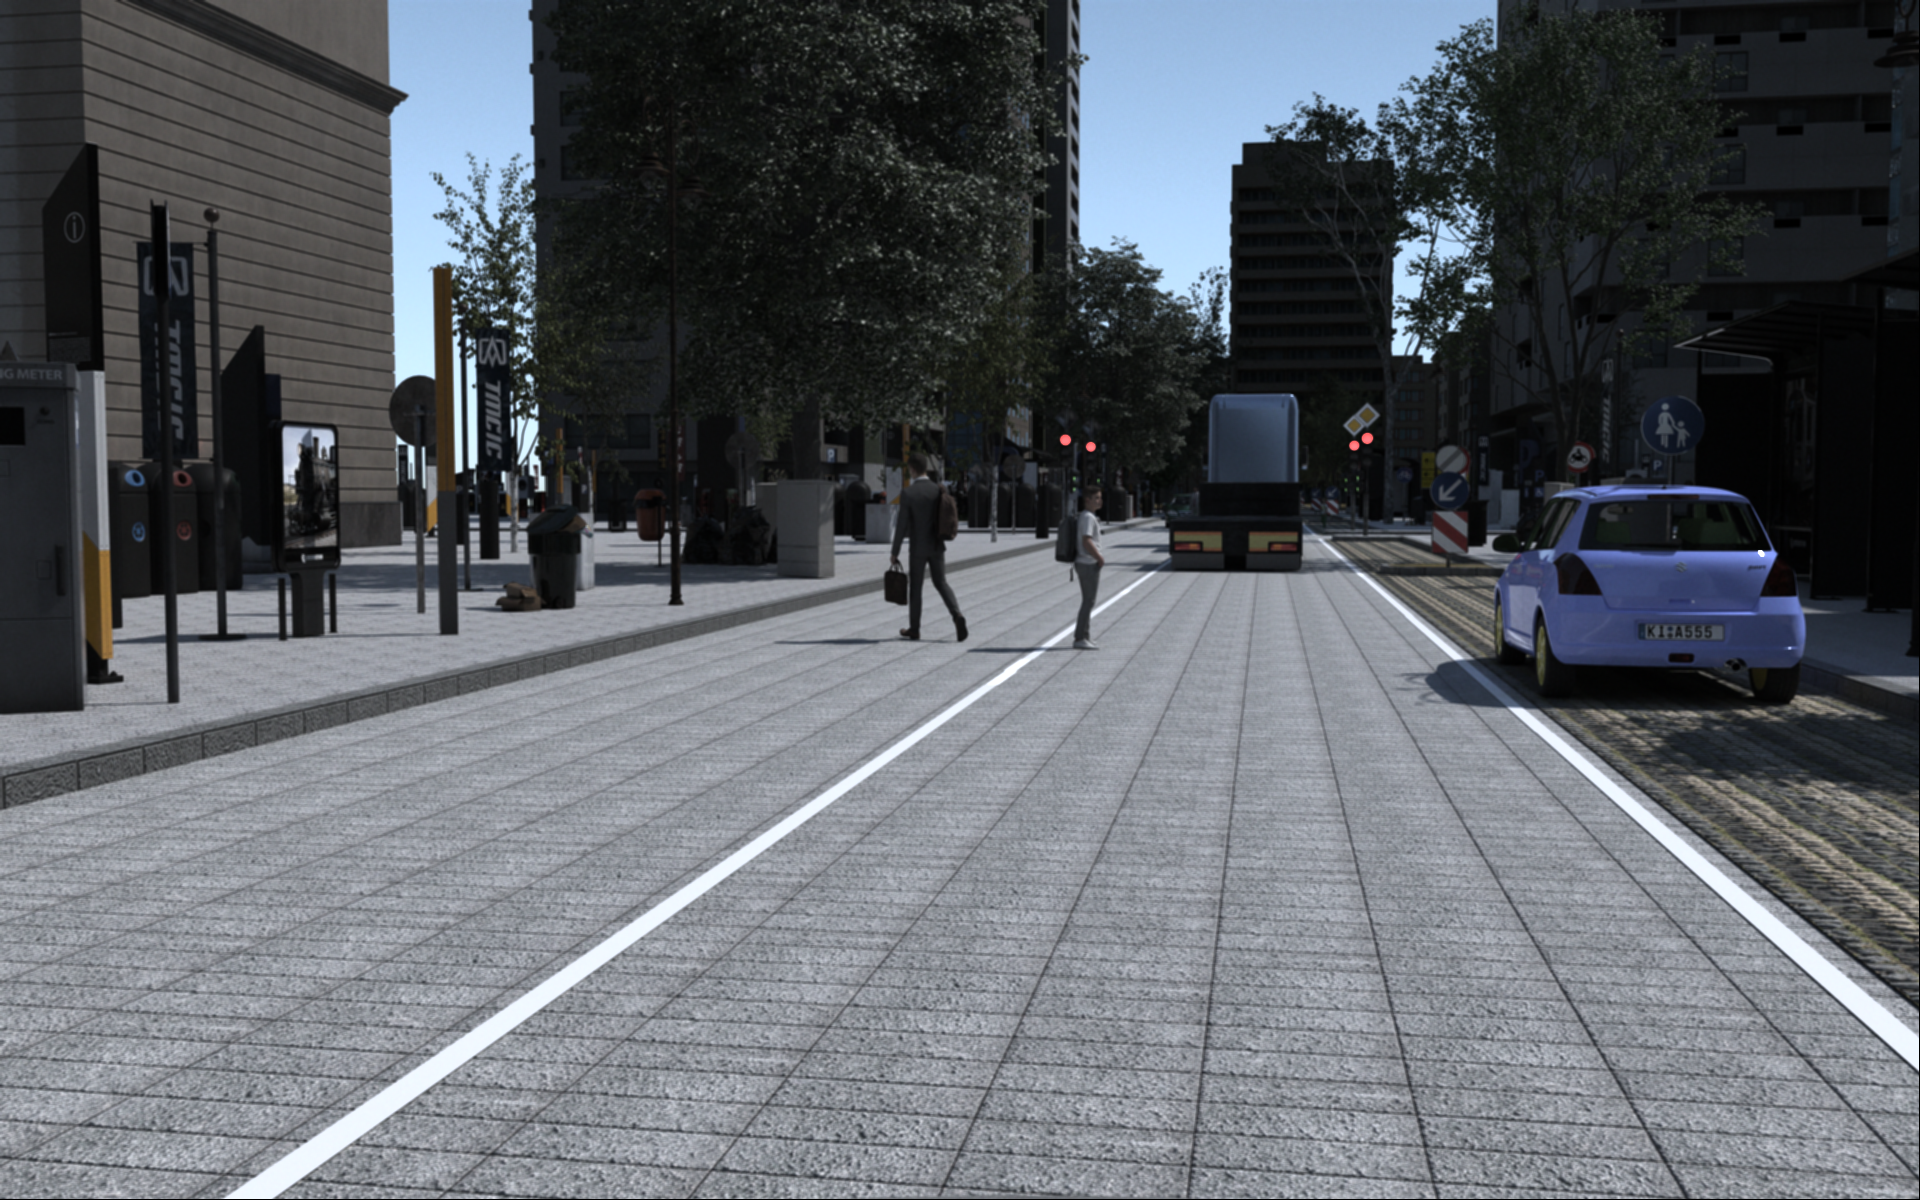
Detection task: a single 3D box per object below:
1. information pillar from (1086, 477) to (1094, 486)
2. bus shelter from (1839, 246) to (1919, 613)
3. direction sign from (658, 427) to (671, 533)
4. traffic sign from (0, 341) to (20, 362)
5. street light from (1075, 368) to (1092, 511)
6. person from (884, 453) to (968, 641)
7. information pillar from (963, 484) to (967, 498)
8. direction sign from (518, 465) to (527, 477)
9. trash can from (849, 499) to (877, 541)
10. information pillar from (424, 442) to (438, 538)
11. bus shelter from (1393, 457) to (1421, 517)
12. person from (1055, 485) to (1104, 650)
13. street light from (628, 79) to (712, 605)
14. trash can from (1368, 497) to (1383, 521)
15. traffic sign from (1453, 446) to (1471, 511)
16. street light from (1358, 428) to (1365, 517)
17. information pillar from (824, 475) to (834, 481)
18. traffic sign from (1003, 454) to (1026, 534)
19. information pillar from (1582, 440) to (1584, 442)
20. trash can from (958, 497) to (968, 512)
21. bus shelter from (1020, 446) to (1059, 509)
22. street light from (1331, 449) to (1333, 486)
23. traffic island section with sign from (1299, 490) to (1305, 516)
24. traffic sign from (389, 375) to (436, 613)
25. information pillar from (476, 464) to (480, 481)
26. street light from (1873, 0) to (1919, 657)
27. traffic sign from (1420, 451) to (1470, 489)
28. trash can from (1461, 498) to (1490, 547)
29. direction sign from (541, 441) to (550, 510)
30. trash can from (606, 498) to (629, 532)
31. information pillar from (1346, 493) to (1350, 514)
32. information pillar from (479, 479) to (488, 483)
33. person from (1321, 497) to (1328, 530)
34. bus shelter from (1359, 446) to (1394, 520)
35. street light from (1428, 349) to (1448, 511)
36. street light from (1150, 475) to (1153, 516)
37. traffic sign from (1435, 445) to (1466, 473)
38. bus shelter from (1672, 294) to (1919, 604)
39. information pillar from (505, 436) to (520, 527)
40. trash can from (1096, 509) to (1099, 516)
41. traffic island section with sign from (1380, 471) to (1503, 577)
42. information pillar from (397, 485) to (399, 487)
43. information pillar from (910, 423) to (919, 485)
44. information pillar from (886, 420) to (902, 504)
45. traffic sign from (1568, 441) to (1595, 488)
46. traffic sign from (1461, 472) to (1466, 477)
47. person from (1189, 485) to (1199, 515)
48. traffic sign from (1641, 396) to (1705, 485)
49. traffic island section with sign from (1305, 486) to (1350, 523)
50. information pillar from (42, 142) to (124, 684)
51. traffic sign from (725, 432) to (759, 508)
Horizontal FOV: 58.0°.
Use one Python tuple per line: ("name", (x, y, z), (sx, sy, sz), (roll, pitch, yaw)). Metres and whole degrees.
("information pillar", (5.462, -4.187, 72.948), (0.304, 2.012, 0.304), (1, 4, 9))
("bus shelter", (9.798, -1.490, 15.642), (1.731, 3.624, 6.357), (1, 4, 10))
("direction sign", (-9.644, -4.001, 57.412), (0.876, 3.537, 0.379), (2, 4, 29))
("traffic sign", (-8.080, -0.901, 14.730), (0.884, 2.594, 0.081), (1, 4, 19))
("street light", (4.520, -5.546, 63.469), (0.468, 5.910, 1.993), (1, 4, 10))
("person", (-0.331, -0.517, 16.910), (0.622, 1.834, 0.822), (-3, 4, -38))
("information pillar", (0.365, -7.400, 125.484), (0.304, 2.012, 0.304), (1, 4, 9))
("direction sign", (-33.768, -8.680, 133.916), (0.379, 3.537, 0.876), (3, 5, 44))
("trash can", (-2.658, -2.188, 47.426), (0.748, 1.137, 0.748), (0, 3, 0))
("information pillar", (-15.534, -3.647, 50.988), (0.183, 3.616, 0.504), (2, 4, 34))
("bus shelter", (24.464, -6.250, 96.119), (2.014, 3.302, 5.546), (1, 4, 10))
("person", (1.172, -0.302, 16.034), (0.523, 1.515, 0.503), (-3, 4, -38))
("street light", (-3.290, -2.880, 19.881), (0.468, 5.910, 1.993), (1, 4, 10))
("trash can", (21.956, -4.873, 91.319), (0.748, 1.137, 0.748), (0, 3, 0))
("traffic sign", (13.192, -2.814, 46.123), (0.768, 2.556, 0.104), (1, 4, 11))
("street light", (22.109, -7.517, 95.698), (0.468, 5.910, 1.993), (1, 4, 10))
("information pillar", (-5.124, -3.868, 67.731), (0.304, 2.012, 0.304), (-2, 4, -24))
("traffic sign", (1.724, -3.385, 55.452), (0.768, 2.556, 0.104), (1, 4, 19))
("information pillar", (26.777, -5.095, 74.652), (0.183, 3.616, 0.504), (1, 4, 9))
("trash can", (0.182, -4.695, 88.421), (0.748, 1.137, 0.748), (0, 3, 0))
("bus shelter", (2.981, -4.995, 75.586), (2.014, 3.302, 5.546), (1, 4, 10))
("street light", (28.906, -9.879, 134.316), (0.468, 5.910, 1.993), (1, 4, 10))
("traffic island section with sign", (22.979, -6.351, 112.461), (1.989, 1.847, 2.006), (1, 4, 10))
("traffic sign", (-5.811, -1.131, 18.604), (0.768, 2.556, 0.104), (1, 4, 18))
("information pillar", (-37.190, -8.719, 133.914), (0.504, 3.616, 0.183), (0, 4, 6))
("street light", (7.582, -2.492, 13.524), (0.468, 5.910, 1.993), (1, 4, 10))
("traffic sign", (23.047, -5.408, 82.297), (2.265, 3.308, 0.079), (1, 4, 13))
("trash can", (12.610, -1.886, 42.482), (0.748, 1.137, 0.748), (0, 3, 0))
("direction sign", (-17.864, -5.057, 74.686), (0.379, 3.537, 0.876), (-3, 4, -38))
("trash can", (-11.494, -2.841, 58.103), (0.748, 1.137, 0.748), (0, 3, 0))
("information pillar", (24.808, -6.488, 110.572), (0.304, 2.012, 0.304), (0, 4, 3))
("information pillar", (-22.679, -4.772, 82.521), (0.304, 2.012, 0.304), (-3, 5, -44))
("person", (14.528, -3.440, 69.000), (0.306, 1.304, 0.590), (2, 4, 31))
("bus shelter", (20.884, -5.884, 87.483), (1.731, 3.624, 6.357), (1, 4, 10))
("street light", (14.350, -4.854, 52.148), (0.468, 5.910, 1.993), (1, 4, 10))
("street light", (11.300, -7.911, 102.128), (0.468, 5.910, 1.993), (1, 4, 10))
("traffic sign", (12.777, -2.757, 45.189), (0.768, 2.556, 0.104), (1, 4, 12))
("bus shelter", (11.390, -1.993, 23.876), (1.731, 3.624, 6.357), (1, 4, 10))
("information pillar", (-17.214, -4.600, 66.566), (0.504, 3.616, 0.183), (-3, 4, -38))
("trash can", (8.112, -5.392, 99.810), (0.748, 1.137, 0.748), (0, 3, 0))
("traffic island section with sign", (8.549, -1.363, 30.911), (1.989, 1.847, 2.006), (1, 4, 10))
("information pillar", (-43.726, -7.995, 135.208), (0.304, 2.012, 0.304), (-2, 4, -25))
("information pillar", (-1.557, -3.983, 56.477), (0.504, 3.616, 0.183), (-2, 4, -26))
("information pillar", (-2.023, -3.745, 52.592), (0.504, 3.616, 0.183), (0, 4, 3))
("traffic sign", (14.856, -2.542, 41.667), (0.768, 2.556, 0.104), (1, 4, 15))
("traffic sign", (13.966, -2.860, 48.898), (0.606, 2.300, 0.079), (1, 4, 19))
("person", (9.652, -3.793, 70.791), (0.678, 1.792, 0.850), (2, 4, 26))
("traffic sign", (9.244, -1.371, 22.527), (0.768, 2.556, 0.104), (1, 4, 18))
("traffic island section with sign", (18.195, -4.692, 85.345), (1.989, 1.847, 2.006), (1, 4, 10))
("information pillar", (-5.979, -1.247, 11.748), (0.504, 3.616, 0.183), (2, 4, 26))
("traffic sign", (-4.469, -2.157, 35.379), (0.768, 2.556, 0.104), (1, 4, 18))
